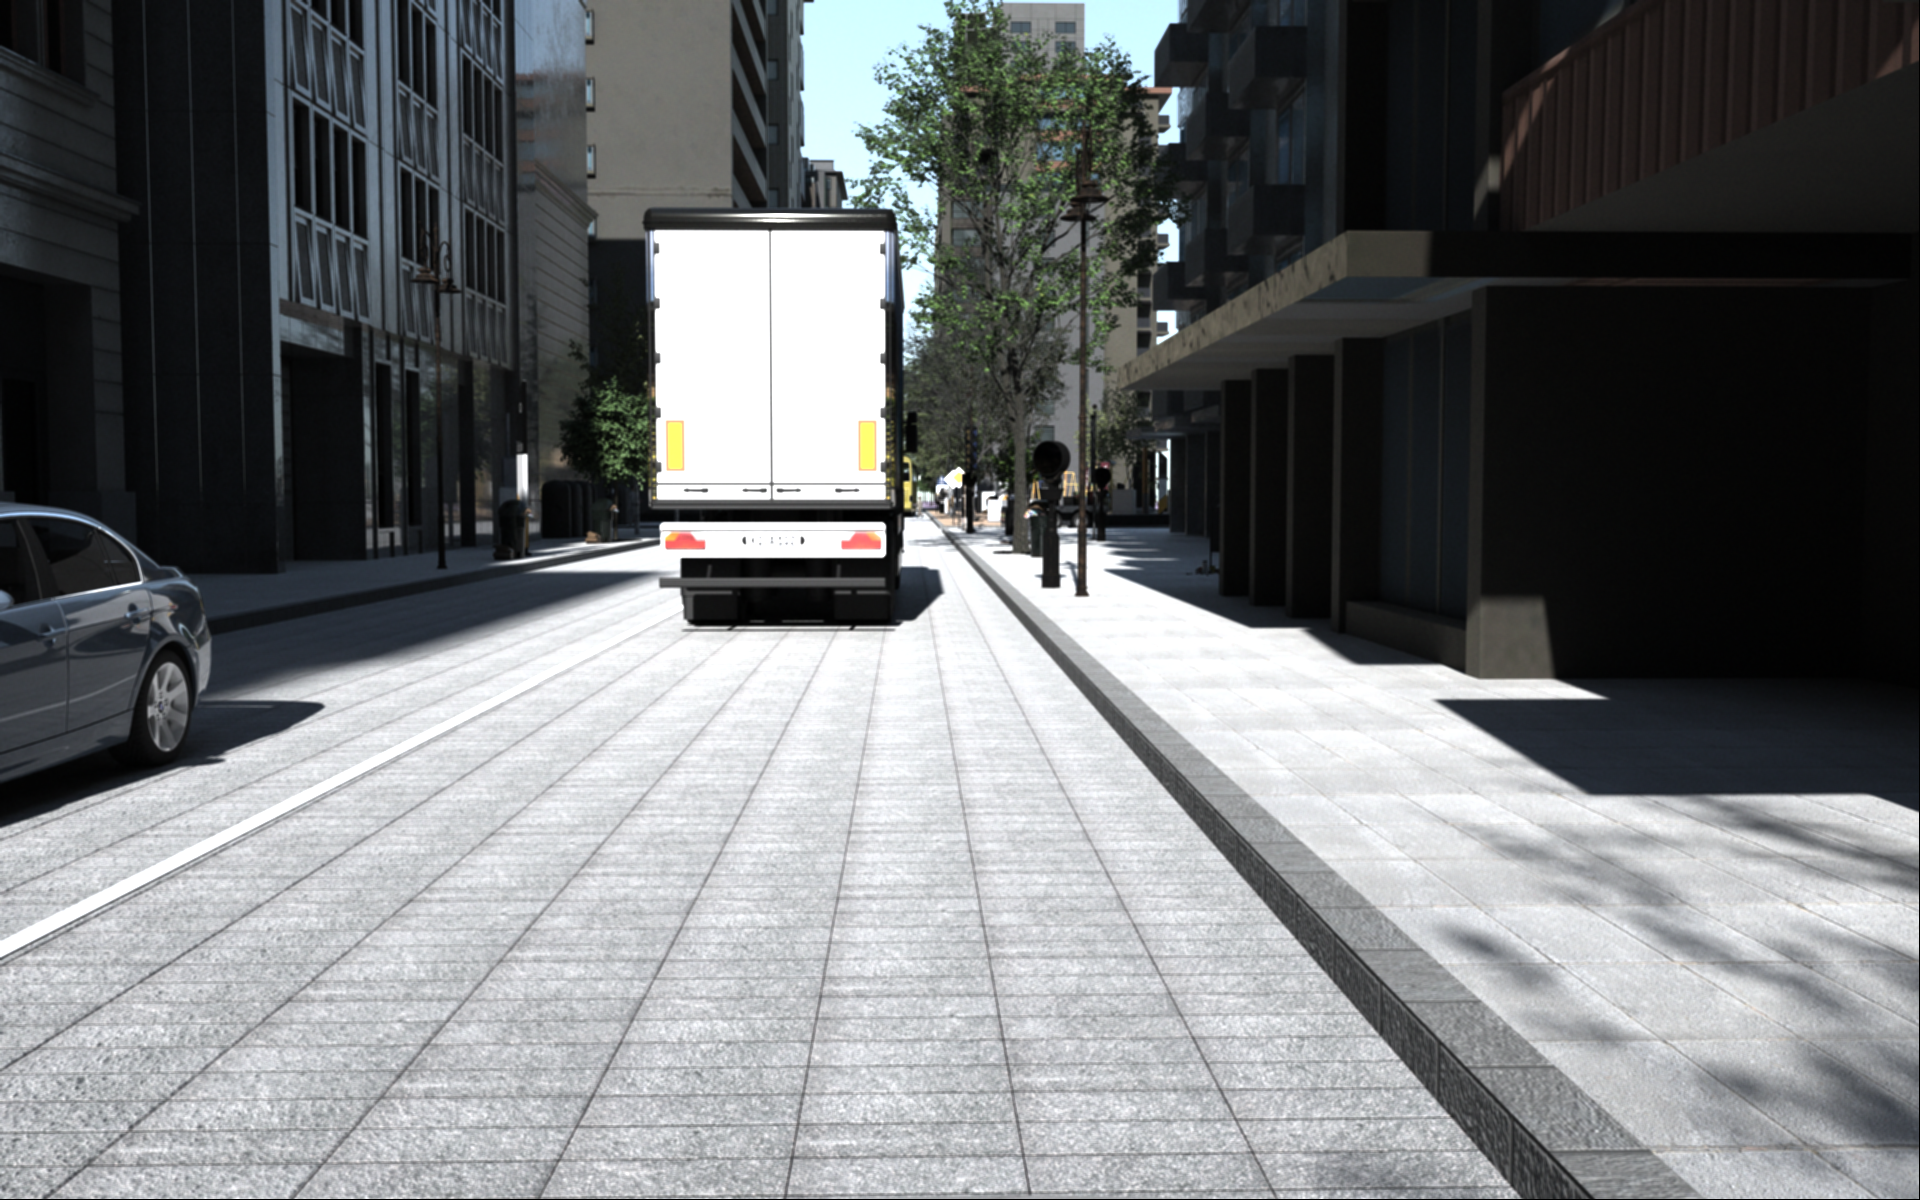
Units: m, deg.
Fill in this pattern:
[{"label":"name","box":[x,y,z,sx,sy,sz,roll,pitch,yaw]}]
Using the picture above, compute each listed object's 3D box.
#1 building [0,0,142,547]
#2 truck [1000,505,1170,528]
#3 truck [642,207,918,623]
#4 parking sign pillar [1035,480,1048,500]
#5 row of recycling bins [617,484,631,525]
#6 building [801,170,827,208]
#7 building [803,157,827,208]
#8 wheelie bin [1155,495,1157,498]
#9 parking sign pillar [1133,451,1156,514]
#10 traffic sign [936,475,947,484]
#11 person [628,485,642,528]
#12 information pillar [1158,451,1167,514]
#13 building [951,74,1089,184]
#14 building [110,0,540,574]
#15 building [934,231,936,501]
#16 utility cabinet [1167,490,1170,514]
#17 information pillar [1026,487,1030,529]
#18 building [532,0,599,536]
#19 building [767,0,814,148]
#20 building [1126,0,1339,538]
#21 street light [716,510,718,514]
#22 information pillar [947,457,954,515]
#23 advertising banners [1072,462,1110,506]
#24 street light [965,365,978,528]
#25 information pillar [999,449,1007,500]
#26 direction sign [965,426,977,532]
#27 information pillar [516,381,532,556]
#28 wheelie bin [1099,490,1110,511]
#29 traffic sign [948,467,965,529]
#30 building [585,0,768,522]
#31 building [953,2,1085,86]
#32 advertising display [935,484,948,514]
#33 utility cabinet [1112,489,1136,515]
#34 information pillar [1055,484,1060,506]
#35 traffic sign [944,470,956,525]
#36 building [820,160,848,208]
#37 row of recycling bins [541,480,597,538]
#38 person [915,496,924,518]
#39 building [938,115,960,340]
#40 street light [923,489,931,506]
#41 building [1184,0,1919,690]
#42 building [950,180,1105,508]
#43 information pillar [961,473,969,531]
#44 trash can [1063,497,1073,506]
[{"label":"building","box":[-18.691,-13.910,14.826,14.401,28.519,23.554,0,4,-2]},{"label":"truck","box":[11.024,-4.754,67.490,18.799,4.110,2.967,0,4,-2]},{"label":"truck","box":[-1.981,-2.060,22.600,2.839,4.237,11.283,0,4,-1]},{"label":"parking sign pillar","box":[6.541,-9.015,135.863,1.447,3.967,1.447,-1,4,-14]},{"label":"row of recycling bins","box":[-14.384,-4.043,73.216,1.069,1.692,3.534,0,4,-7]},{"label":"building","box":[-23.677,-32.374,212.910,14.154,41.232,14.086,0,4,-2]},{"label":"building","box":[-30.237,-38.326,246.231,23.786,49.044,30.456,0,4,-2]},{"label":"wheelie bin","box":[14.586,-7.644,132.887,0.980,1.594,0.693,-1,4,-11]},{"label":"parking sign pillar","box":[11.160,-7.136,105.139,1.447,3.967,1.447,0,4,1]},{"label":"traffic sign","box":[-1.249,-7.229,118.308,0.768,2.556,0.104,0,4,5]},{"label":"person","box":[-12.602,-3.582,67.265,0.583,1.804,0.606,-1,4,-12]},{"label":"information pillar","box":[10.932,-6.247,93.494,0.504,3.616,0.183,-1,4,-14]},{"label":"building","box":[10.305,-32.438,184.980,22.147,44.769,28.867,0,4,-2]},{"label":"building","box":[-17.257,-13.381,36.799,12.078,24.808,19.932,0,4,-2]},{"label":"building","box":[6.378,-41.090,295.525,21.300,48.544,21.600,0,4,-2]},{"label":"utility cabinet","box":[11.078,-4.820,87.488,1.173,1.500,0.318,0,4,2]},{"label":"information pillar","box":[2.276,-3.454,60.973,0.304,2.012,0.304,1,4,16]},{"label":"building","box":[-24.978,-15.751,54.796,25.104,27.353,12.463,0,4,-2]},{"label":"building","box":[-28.386,-34.923,160.224,28.713,52.752,27.495,0,4,-2]},{"label":"building","box":[17.411,-26.083,46.064,23.786,49.044,30.456,0,4,-2]},{"label":"street light","box":[-10.184,-6.092,72.393,0.468,5.910,1.993,0,4,-2]},{"label":"information pillar","box":[-0.565,-7.051,106.637,0.504,3.616,0.183,-3,5,-43]},{"label":"advertising banners","box":[7.107,-5.985,94.042,2.074,3.025,0.090,0,4,1]},{"label":"street light","box":[0.414,-5.482,62.425,0.468,5.910,1.993,0,4,-2]},{"label":"information pillar","box":[2.242,-6.018,89.751,0.504,3.616,0.183,0,4,-3]},{"label":"direction sign","box":[0.370,-4.042,58.088,0.379,3.537,0.876,2,4,26]},{"label":"information pillar","box":[-9.105,-2.733,36.036,0.183,3.616,0.504,-2,4,-31]},{"label":"wheelie bin","box":[10.745,-7.402,128.936,0.980,1.594,0.693,3,5,42]},{"label":"traffic sign","box":[-0.040,-3.684,63.876,0.795,2.450,0.064,0,4,-2]},{"label":"building","box":[-21.396,-28.446,88.793,21.300,48.544,21.600,0,4,-2]},{"label":"building","box":[7.242,-50.140,258.044,20.563,71.187,20.611,0,4,-2]},{"label":"advertising display","box":[-1.162,-6.665,114.181,0.974,1.923,0.123,-1,4,-20]},{"label":"utility cabinet","box":[7.400,-4.243,78.048,1.173,1.500,0.318,3,5,44]},{"label":"information pillar","box":[5.226,-5.466,93.864,0.304,2.012,0.304,-1,4,-19]},{"label":"traffic sign","box":[-0.275,-4.172,71.858,0.795,2.450,0.064,0,4,-2]},{"label":"building","box":[-32.434,-41.965,275.373,28.713,52.752,27.495,0,4,-2]},{"label":"row of recycling bins","box":[-11.620,-2.732,51.781,1.069,1.692,3.534,0,4,4]},{"label":"person","box":[-2.409,-5.514,102.927,0.640,1.303,0.475,2,4,29]},{"label":"building","box":[8.217,-35.859,210.001,21.300,48.544,21.600,0,4,-2]},{"label":"street light","box":[-4.288,-15.311,223.121,0.468,5.910,1.993,0,4,-2]},{"label":"building","box":[13.284,-21.642,8.466,22.147,44.769,28.867,0,4,-2]},{"label":"building","box":[6.066,-23.979,163.763,14.160,30.474,14.107,0,4,-2]},{"label":"information pillar","box":[0.245,-3.445,60.810,0.304,2.012,0.304,-1,4,-23]},{"label":"trash can","box":[6.360,-5.500,101.579,0.748,1.137,0.748,0,3,0]}]
